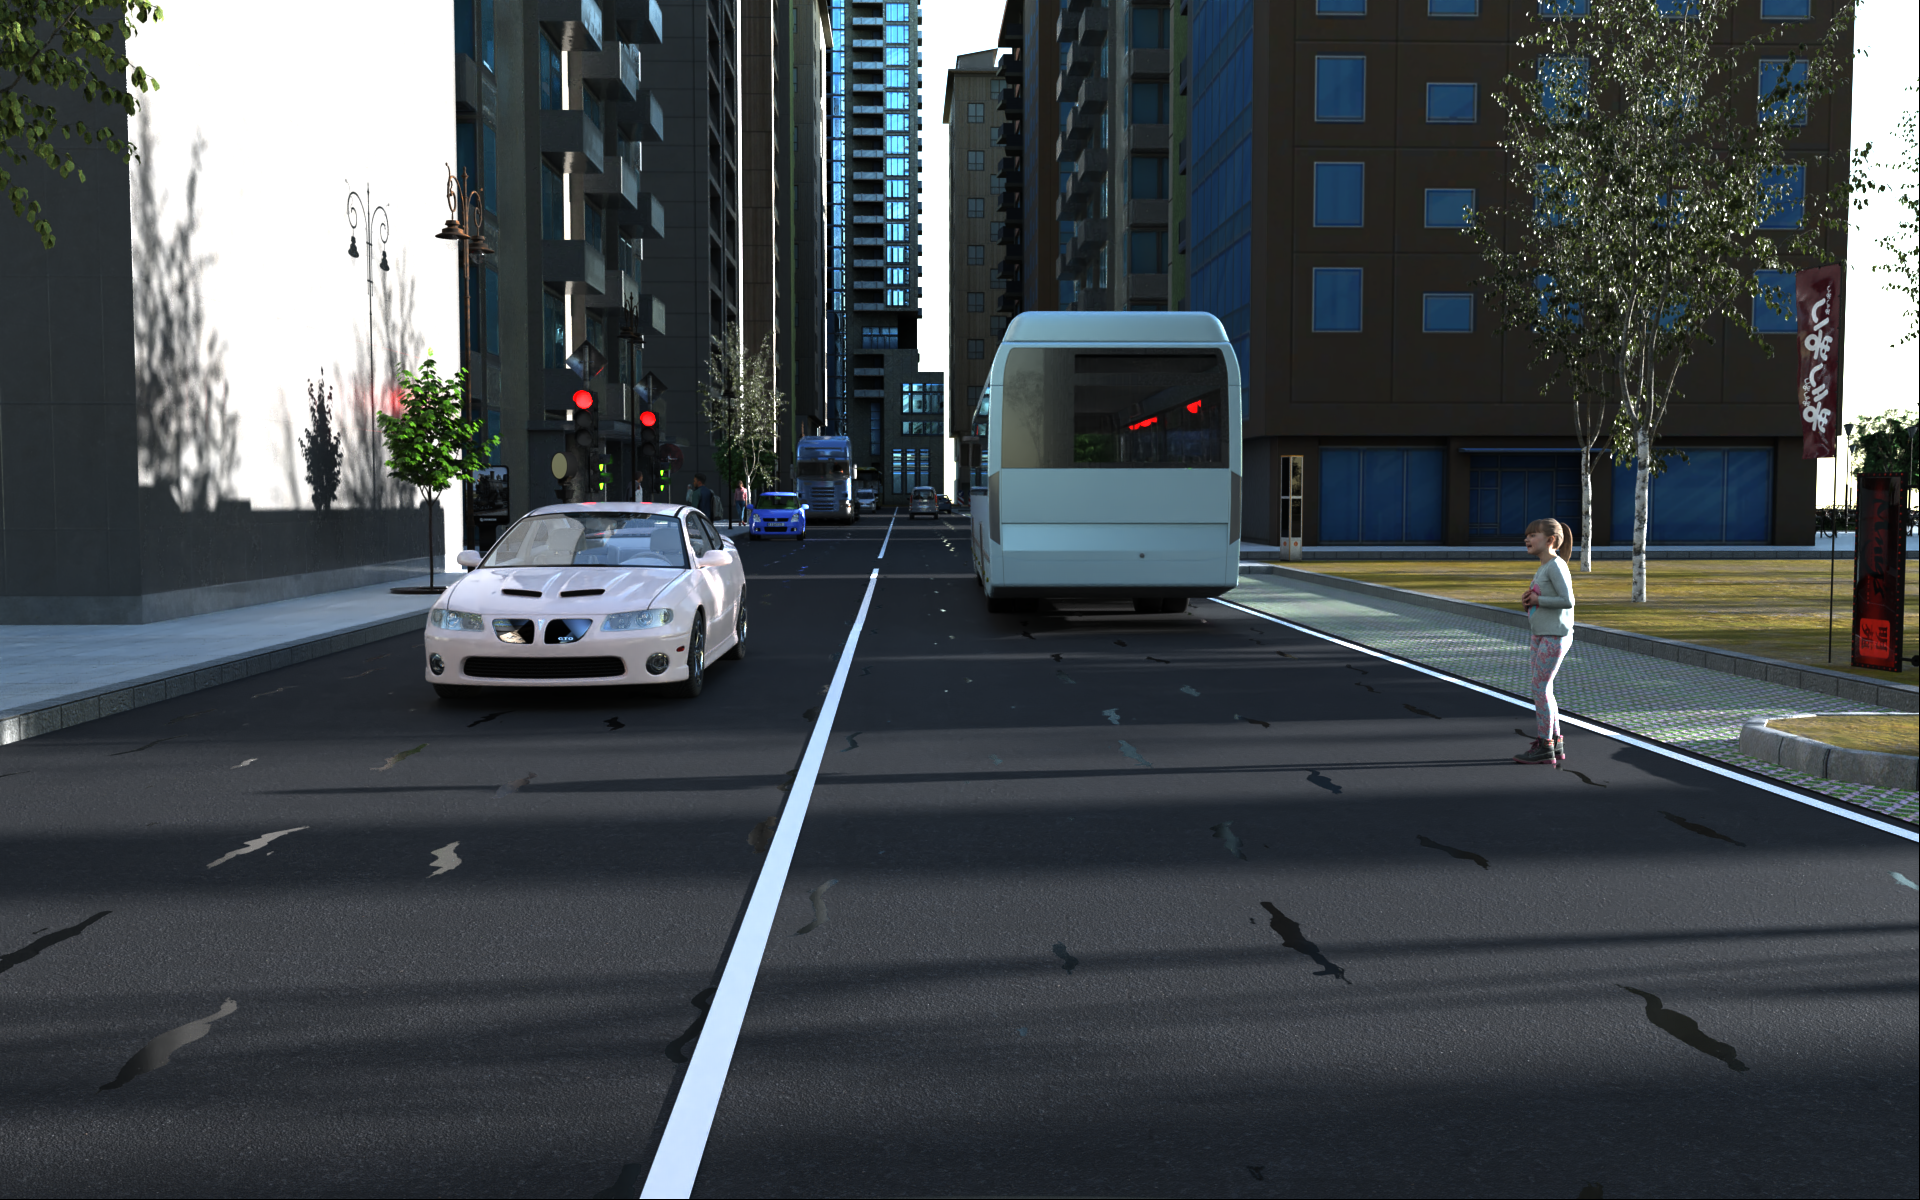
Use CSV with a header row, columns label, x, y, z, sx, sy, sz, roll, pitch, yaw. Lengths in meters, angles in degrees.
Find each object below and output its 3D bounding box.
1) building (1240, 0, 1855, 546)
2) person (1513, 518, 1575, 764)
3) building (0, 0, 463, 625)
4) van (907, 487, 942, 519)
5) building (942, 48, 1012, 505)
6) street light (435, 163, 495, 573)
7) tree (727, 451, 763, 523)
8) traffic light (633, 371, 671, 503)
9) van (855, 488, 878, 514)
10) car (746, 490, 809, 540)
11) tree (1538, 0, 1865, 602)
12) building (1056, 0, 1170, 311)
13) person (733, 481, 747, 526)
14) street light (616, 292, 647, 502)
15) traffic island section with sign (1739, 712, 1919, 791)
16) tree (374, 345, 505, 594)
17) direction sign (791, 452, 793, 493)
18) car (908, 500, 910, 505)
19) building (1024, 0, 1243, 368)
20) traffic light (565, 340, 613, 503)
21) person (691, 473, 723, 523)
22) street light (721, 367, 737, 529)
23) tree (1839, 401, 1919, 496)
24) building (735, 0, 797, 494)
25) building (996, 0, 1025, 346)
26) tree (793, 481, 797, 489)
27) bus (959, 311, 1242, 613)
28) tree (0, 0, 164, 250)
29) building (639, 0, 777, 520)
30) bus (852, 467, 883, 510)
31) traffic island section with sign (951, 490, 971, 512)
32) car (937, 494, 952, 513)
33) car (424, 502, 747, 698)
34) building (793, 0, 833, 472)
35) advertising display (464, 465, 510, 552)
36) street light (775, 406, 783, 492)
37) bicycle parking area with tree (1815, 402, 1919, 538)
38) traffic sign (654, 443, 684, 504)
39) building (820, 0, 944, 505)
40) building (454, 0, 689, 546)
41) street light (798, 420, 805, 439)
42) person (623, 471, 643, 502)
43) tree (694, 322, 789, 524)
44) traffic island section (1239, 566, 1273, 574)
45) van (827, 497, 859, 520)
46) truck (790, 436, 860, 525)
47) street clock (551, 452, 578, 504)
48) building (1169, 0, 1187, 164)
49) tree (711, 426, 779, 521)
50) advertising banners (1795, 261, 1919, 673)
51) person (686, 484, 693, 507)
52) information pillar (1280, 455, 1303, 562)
label,x,y,z,sx,sy,sz,roll,pitch,yaw
building,14.229,-24.321,47.757,14.200,45.320,14.600,0,4,-2
person,3.125,0.214,9.274,0.394,1.301,0.425,-1,4,-17
building,-23.162,-12.459,22.775,30.058,24.678,14.314,0,4,-2
van,-2.062,-5.647,99.332,2.013,2.044,4.112,0,4,-1
building,11.891,-38.231,214.313,27.495,52.752,28.713,0,4,-2
street light,-6.993,-3.170,24.621,0.468,5.910,1.993,0,4,-2
tree,-9.895,-5.073,77.540,1.663,3.219,1.824,0,3,0
traffic light,-7.047,-3.097,39.561,0.839,4.253,0.868,0,4,-2
van,-7.087,-7.445,128.734,2.013,2.044,4.112,0,4,-3
car,-5.744,-2.759,54.701,1.945,1.707,3.694,0,4,-4
tree,8.316,-4.283,20.385,4.360,8.622,3.978,0,3,0
building,17.072,-29.075,94.990,23.786,49.044,30.456,0,4,-2
person,-8.842,-3.887,69.609,0.555,1.821,0.388,-1,4,-19
street light,-7.517,-4.098,39.790,0.468,5.910,1.993,0,4,-2
traffic island section with sign,5.298,-0.029,9.095,1.989,1.847,2.006,0,4,-2
tree,-6.783,-1.713,22.603,1.663,3.219,1.824,0,3,0
direction sign,-9.004,-6.178,93.014,0.379,3.537,0.876,0,4,1
car,-3.380,-8.094,144.921,1.945,1.354,3.894,0,4,-2
building,12.192,-29.328,129.625,14.600,45.320,14.200,0,4,-2
traffic light,-6.779,-2.609,31.581,0.839,4.253,0.868,0,4,-2
person,-4.765,-1.421,31.714,0.794,1.824,0.713,-3,4,-37
street light,-8.384,-5.520,63.048,0.468,5.910,1.993,0,4,-2
tree,59.654,-8.662,104.534,11.467,7.101,20.602,-1,4,-11
building,-18.976,-26.751,120.967,14.154,41.232,14.086,0,4,-2
building,14.523,-30.373,151.225,22.147,44.769,28.867,0,4,-2
tree,-10.088,-7.190,112.164,1.663,3.219,1.824,0,3,0
bus,1.506,-1.787,24.074,2.948,3.499,13.247,0,4,-1
tree,-6.922,-3.695,10.779,4.737,8.622,4.395,0,3,0
building,-20.848,-40.161,94.886,20.563,71.187,20.611,0,4,-2
bus,-8.555,-10.293,159.839,2.896,3.916,12.252,0,4,-1
traffic island section with sign,-0.066,-9.791,168.707,1.989,1.847,2.006,0,4,-2
car,-1.547,-7.159,129.051,2.014,1.417,4.499,0,4,-2
car,-2.778,-0.081,13.684,2.083,1.381,4.827,0,4,-1
building,-27.005,-35.801,174.591,27.495,52.752,28.713,0,4,-2
advertising display,-10.562,-2.048,38.694,0.974,1.923,0.123,-1,4,-12
street light,-9.030,-6.945,86.334,0.468,5.910,1.993,0,4,-2
bicycle parking area with tree,27.280,-4.096,53.972,8.231,4.147,9.016,1,4,16
traffic sign,-7.294,-2.647,43.379,0.768,2.556,0.104,0,4,6
building,-17.649,-54.781,208.346,31.000,86.520,22.319,0,4,-2
building,-21.568,-26.545,53.614,23.786,49.044,30.456,0,4,-2
street light,-9.886,-8.322,108.844,0.468,5.910,1.993,0,4,-2
person,-7.829,-2.177,41.731,0.850,1.850,0.679,0,4,5
tree,-9.043,-7.519,73.292,4.360,8.622,3.978,0,3,0
traffic island section,4.516,-0.600,32.088,2.009,0.180,2.903,0,4,-2
van,-6.671,-5.547,97.709,2.013,2.044,4.112,0,4,-2
truck,-6.407,-5.891,86.069,2.967,4.110,18.799,0,4,-2
street clock,-6.852,-1.558,30.036,0.471,2.002,0.358,3,5,40
building,14.749,-23.323,64.920,14.154,41.232,14.086,0,4,-2
tree,-10.091,-5.995,81.730,4.285,4.588,4.351,0,3,0
advertising banners,6.711,-1.001,12.560,0.090,3.025,2.074,-1,4,-11
person,-13.305,-4.844,85.734,0.515,1.767,0.782,1,4,9
information pillar,6.302,-1.740,32.933,0.304,2.012,0.304,-2,4,-28
